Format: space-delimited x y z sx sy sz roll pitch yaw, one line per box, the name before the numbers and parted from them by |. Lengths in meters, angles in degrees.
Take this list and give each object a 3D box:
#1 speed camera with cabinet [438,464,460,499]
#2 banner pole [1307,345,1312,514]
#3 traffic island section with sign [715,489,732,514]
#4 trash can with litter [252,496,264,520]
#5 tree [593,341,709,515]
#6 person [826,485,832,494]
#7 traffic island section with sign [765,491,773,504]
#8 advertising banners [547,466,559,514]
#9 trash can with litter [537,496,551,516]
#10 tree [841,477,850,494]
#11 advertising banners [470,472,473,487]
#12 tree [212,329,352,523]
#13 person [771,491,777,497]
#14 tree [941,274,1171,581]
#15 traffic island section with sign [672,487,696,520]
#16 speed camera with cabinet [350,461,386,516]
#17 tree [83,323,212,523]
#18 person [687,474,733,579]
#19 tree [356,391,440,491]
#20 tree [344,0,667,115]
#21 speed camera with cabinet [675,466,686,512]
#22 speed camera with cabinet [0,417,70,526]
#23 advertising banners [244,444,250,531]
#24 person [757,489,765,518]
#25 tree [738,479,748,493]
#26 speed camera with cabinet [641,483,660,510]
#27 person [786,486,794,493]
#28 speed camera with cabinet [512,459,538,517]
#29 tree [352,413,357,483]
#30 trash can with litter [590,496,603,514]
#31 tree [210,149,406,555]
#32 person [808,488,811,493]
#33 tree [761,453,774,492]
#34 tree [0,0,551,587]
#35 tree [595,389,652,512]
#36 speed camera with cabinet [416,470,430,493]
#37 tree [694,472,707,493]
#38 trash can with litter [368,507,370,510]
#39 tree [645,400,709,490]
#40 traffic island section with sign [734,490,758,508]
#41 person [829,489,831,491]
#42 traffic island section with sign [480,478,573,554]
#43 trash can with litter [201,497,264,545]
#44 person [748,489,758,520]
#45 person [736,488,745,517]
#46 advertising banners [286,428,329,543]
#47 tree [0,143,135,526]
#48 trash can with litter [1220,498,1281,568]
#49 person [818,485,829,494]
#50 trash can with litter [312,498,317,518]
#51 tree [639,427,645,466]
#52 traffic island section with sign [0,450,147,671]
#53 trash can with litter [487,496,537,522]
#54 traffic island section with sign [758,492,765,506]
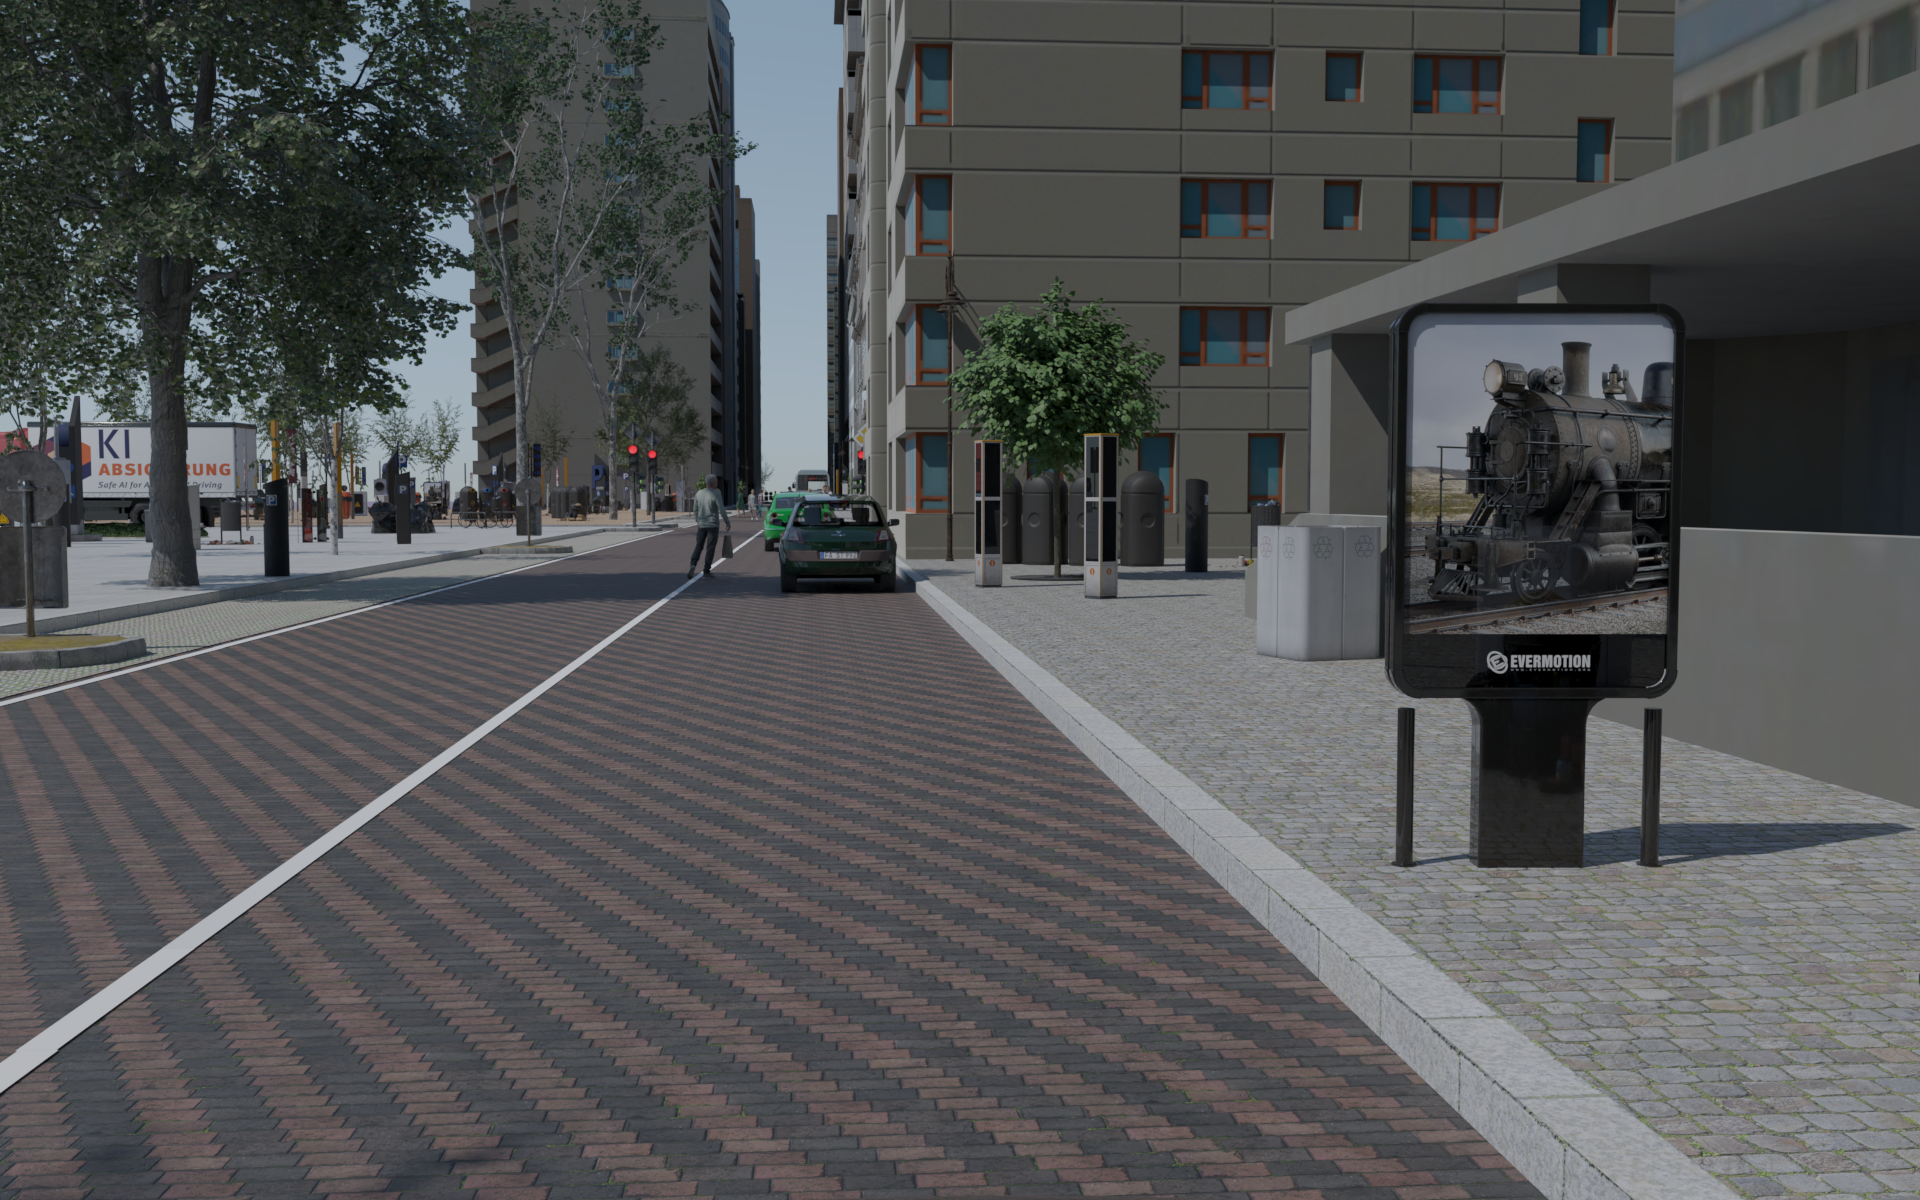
speed camera with cabinet | -33.423 -7.358 114.632 2.038 3.252 0.660 0 4 -7
banner pole | 5.503 -2.248 26.768 0.401 3.779 0.863 -1 4 -12
traffic island section with sign | -17.414 -7.070 124.223 1.989 1.847 2.006 0 4 -5
trash can with litter | -34.068 -4.470 84.475 1.055 1.170 0.624 3 5 44
tree | -18.529 -10.404 104.514 7.601 10.594 8.767 -3 5 -39
person | -6.105 -4.358 79.851 0.679 1.850 0.850 3 5 40
traffic island section with sign | -28.535 -15.122 255.878 1.989 1.847 2.006 0 4 -5
advertising banners | -25.877 -6.977 110.254 0.090 3.025 2.074 -2 4 -33
trash can with litter | -24.724 -5.565 102.051 1.678 1.210 2.233 2 4 25
tree | -9.782 -9.665 152.632 1.663 3.219 1.824 0 3 0
advertising banners | -39.921 -8.821 140.410 0.090 3.025 2.074 -3 4 -39
tree | -29.546 -7.665 75.689 4.737 8.622 4.395 0 3 0
person | -19.287 -10.446 179.830 0.750 1.759 0.617 -2 4 -32
tree | 1.450 -2.597 26.169 4.285 4.588 4.351 0 3 0
traffic island section with sign | -15.137 -5.427 97.364 1.989 1.847 2.006 0 4 -5
speed camera with cabinet | -34.833 -6.576 101.849 2.038 3.252 0.660 -1 4 -15
tree | -35.486 -7.585 74.369 4.737 8.622 4.395 0 3 0
person | -4.195 -1.240 29.264 0.782 1.767 0.515 2 4 25
tree | -38.807 -10.360 119.746 4.737 8.622 4.395 0 3 0
tree | -13.527 -12.303 57.050 12.611 20.169 13.585 0 3 0
speed camera with cabinet | -19.752 -7.835 122.434 0.660 3.252 2.038 0 4 -5
speed camera with cabinet | -23.829 -3.058 44.330 2.038 3.252 0.660 1 4 13
advertising banners | -25.014 -3.946 60.709 0.090 3.025 2.074 -1 4 -19
person | -12.174 -5.885 105.553 0.643 1.720 0.563 -1 4 -21
tree | -28.222 -14.011 223.679 1.663 3.219 1.824 0 3 0
speed camera with cabinet | -24.675 -8.785 137.968 0.660 3.252 2.038 1 4 20
person | -9.033 -5.189 93.152 0.655 1.846 0.447 -3 4 -36
speed camera with cabinet | -24.612 -6.261 96.711 2.038 3.252 0.660 -2 4 -30
tree | -44.628 -10.759 126.265 4.737 8.622 4.395 0 3 0
trash can with litter | -23.854 -6.209 112.897 0.624 1.170 1.055 3 5 40
tree | -13.325 -5.259 36.344 4.360 8.622 3.978 0 3 0
person | -9.383 -6.093 108.472 0.624 1.780 0.694 2 4 34
tree | -35.207 -21.801 306.810 4.360 8.622 3.978 0 3 0
tree | -10.907 -7.169 23.861 9.857 13.997 8.962 0 3 0
tree | -23.050 -10.403 120.458 4.737 8.622 4.395 0 3 0
speed camera with cabinet | -42.485 -8.684 136.322 2.038 3.252 0.660 -1 4 -21
tree | -22.153 -9.433 148.830 1.663 3.219 1.824 0 3 0
trash can with litter | -47.341 -7.739 137.921 1.055 1.170 0.624 1 4 23
tree | -21.078 -11.054 131.095 4.360 8.622 3.978 0 3 0
traffic island section with sign | -21.566 -10.078 173.400 1.989 1.847 2.006 0 4 -5
person | -6.769 -4.985 90.346 0.599 1.781 0.374 1 4 19
traffic island section with sign | -10.463 -2.039 41.969 1.989 1.847 2.006 0 4 -5
trash can with litter | -18.875 -2.018 44.044 2.233 1.210 1.678 0 4 3
person | -11.544 -5.324 96.551 0.512 1.701 0.522 -1 4 -17
person | -13.522 -5.999 106.831 0.529 1.795 0.600 1 4 11
advertising banners | -17.232 -3.028 45.703 0.090 3.025 2.074 1 4 8
tree | -18.970 -5.179 35.037 4.360 8.622 3.978 0 3 0
trash can with litter | 5.774 -1.192 30.548 2.233 1.210 1.678 1 4 16
person | -6.070 -4.184 76.873 0.622 1.834 0.822 -3 5 -41
trash can with litter | -34.049 -4.913 91.716 1.055 1.170 0.624 -1 4 -8
tree | -24.516 -11.783 143.018 4.360 8.622 3.978 0 3 0
traffic island section with sign | -8.170 -0.377 14.786 1.989 1.847 2.006 0 4 -5
trash can with litter | -21.192 -4.263 80.758 2.233 1.210 1.678 -2 4 -29
traffic island section with sign | -23.833 -11.721 200.260 1.989 1.847 2.006 0 4 -5
